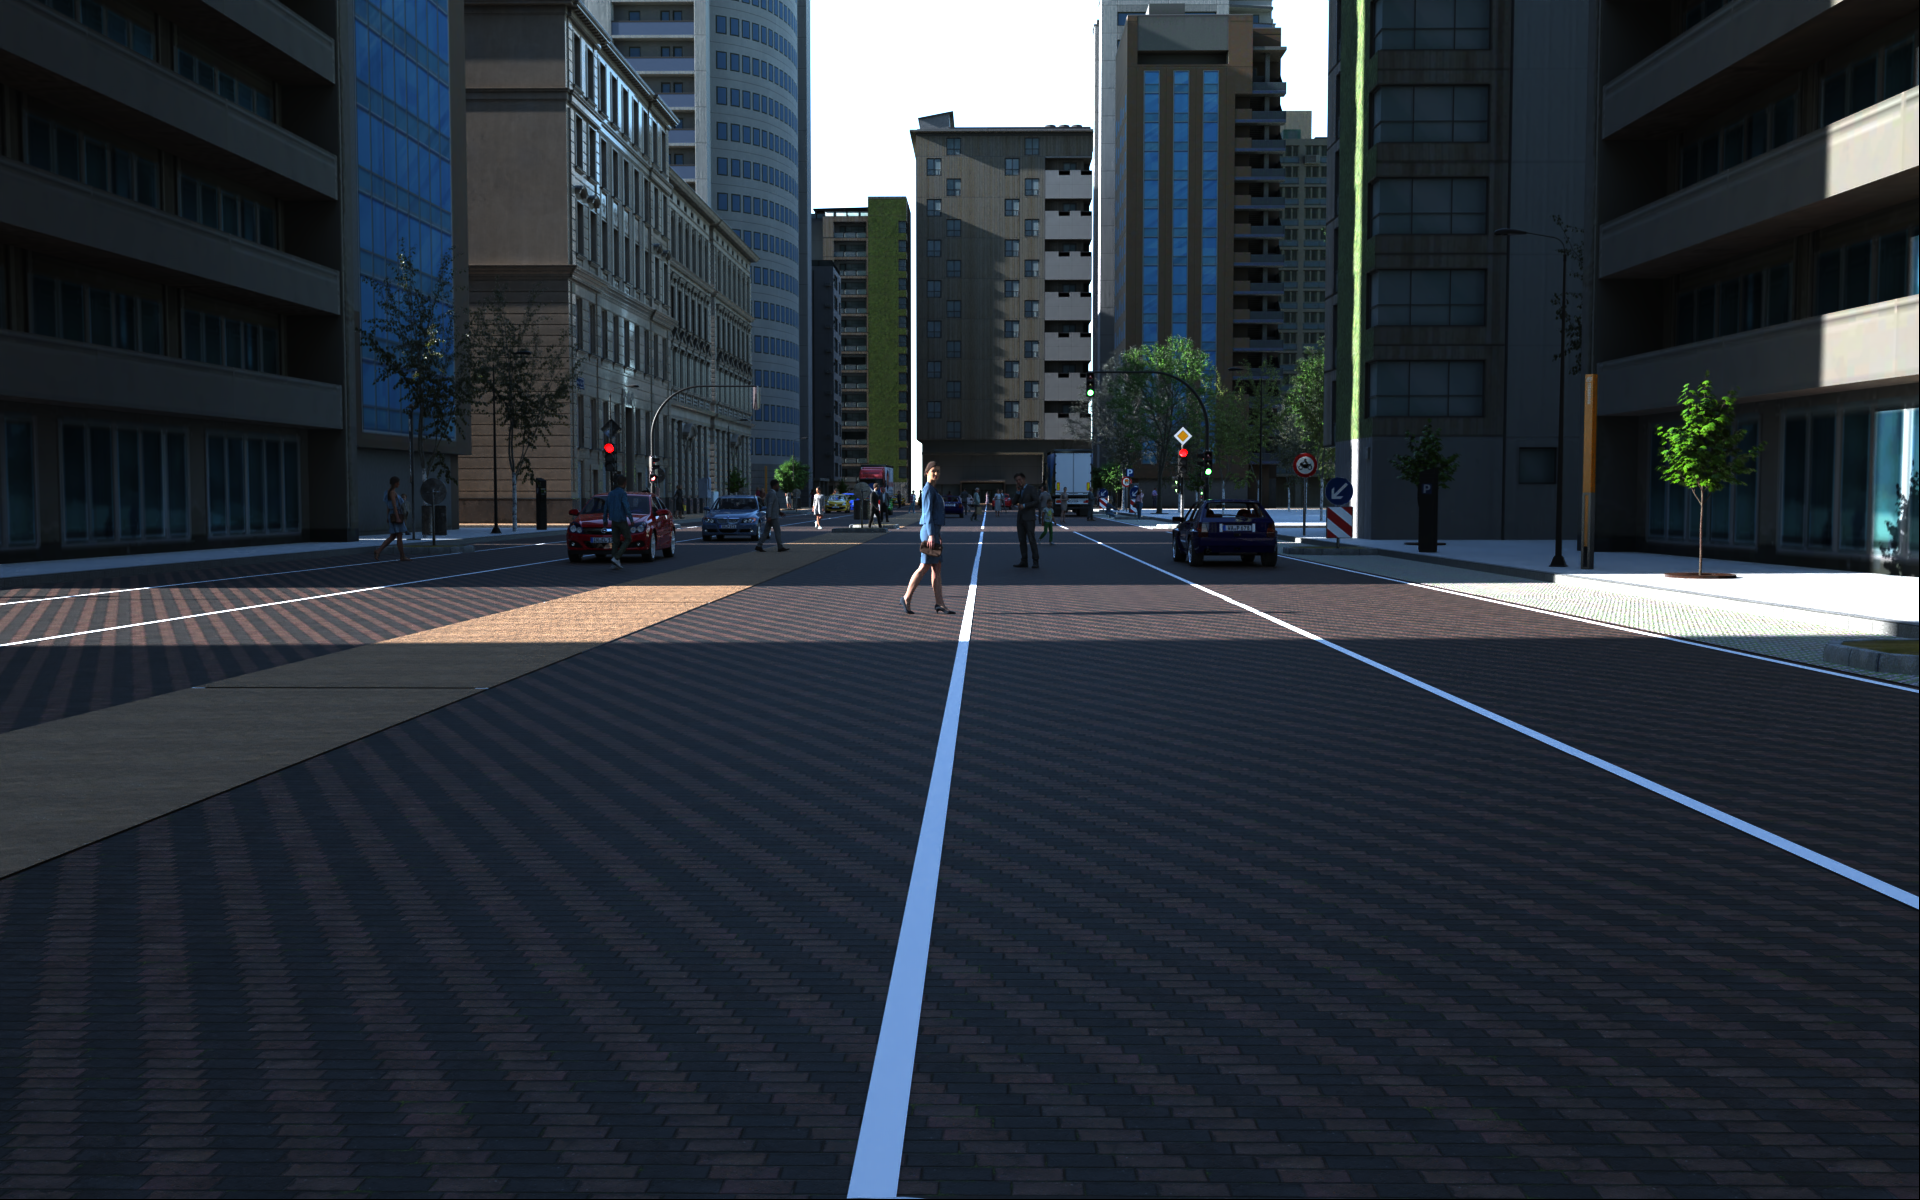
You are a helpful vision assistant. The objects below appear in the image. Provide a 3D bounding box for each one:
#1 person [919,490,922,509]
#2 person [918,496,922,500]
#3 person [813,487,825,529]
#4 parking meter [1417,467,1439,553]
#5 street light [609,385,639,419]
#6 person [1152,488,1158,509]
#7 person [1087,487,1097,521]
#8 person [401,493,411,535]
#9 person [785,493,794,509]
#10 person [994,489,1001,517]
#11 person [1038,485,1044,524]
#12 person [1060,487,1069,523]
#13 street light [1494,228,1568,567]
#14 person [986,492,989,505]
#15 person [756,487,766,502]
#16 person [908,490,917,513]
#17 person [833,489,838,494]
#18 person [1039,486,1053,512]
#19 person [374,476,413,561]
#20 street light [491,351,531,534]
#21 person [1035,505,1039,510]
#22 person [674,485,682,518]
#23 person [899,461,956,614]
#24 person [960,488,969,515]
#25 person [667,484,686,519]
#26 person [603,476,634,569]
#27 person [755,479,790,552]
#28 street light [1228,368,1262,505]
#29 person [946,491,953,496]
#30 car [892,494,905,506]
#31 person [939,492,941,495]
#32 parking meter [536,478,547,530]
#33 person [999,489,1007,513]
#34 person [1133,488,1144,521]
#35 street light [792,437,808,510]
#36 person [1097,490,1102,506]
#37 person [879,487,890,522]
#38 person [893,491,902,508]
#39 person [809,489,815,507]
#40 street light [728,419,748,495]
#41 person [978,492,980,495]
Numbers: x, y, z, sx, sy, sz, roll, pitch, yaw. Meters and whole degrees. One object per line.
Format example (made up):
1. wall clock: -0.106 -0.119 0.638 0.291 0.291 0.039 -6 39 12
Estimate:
1. person: -3.831 -9.699 167.036 0.705 1.831 1.348 0 4 -7
2. person: -3.149 -9.090 157.260 1.348 1.807 0.705 2 4 24
3. person: -5.856 -3.810 71.543 0.466 1.731 0.760 -2 4 -31
4. parking meter: 10.300 -1.984 38.143 0.399 1.863 0.255 2 4 33
5. street light: -14.311 -6.184 73.654 1.470 5.913 1.316 0 4 1
6. person: 17.376 -9.035 153.631 0.599 1.838 0.709 -2 4 -33
7. person: 7.073 -5.129 92.537 0.590 1.801 0.661 0 4 -1
8. person: -17.375 -2.683 54.182 0.640 1.303 0.475 2 4 26
9. person: -13.828 -8.216 140.728 0.716 1.782 0.532 0 4 -4
10. person: 2.393 -6.087 108.593 0.480 1.755 0.524 -2 4 -27
11. person: 3.993 -4.564 82.921 0.655 1.846 0.447 -2 4 -32
12. person: 5.130 -4.661 85.049 0.599 1.781 0.374 -3 5 -43
13. street light: 10.033 -3.541 30.443 1.470 5.913 1.316 0 4 1
14. person: 3.650 -13.387 228.049 0.621 1.740 0.551 -1 4 -19
15. person: -10.784 -5.199 93.478 0.580 1.828 0.573 -2 4 -31
16. person: -3.502 -7.260 128.044 0.563 1.720 0.643 -3 4 -36
17. person: -10.399 -8.278 143.934 0.616 1.811 0.778 -2 4 -29
18. person: 3.920 -4.343 79.783 0.678 1.792 0.850 -1 4 -16
19. person: -12.055 -1.726 36.817 0.778 1.811 0.616 -1 4 -22
20. street light: -14.591 -5.124 56.311 1.470 5.913 1.316 0 4 1
21. person: 5.841 -7.085 124.559 1.509 1.804 0.699 0 4 5
22. person: -14.849 -5.189 91.456 0.480 1.755 0.524 -3 5 -42
23. person: -0.383 -0.744 20.681 0.654 1.822 0.581 1 4 21
24. person: 0.253 -6.719 118.160 0.655 1.846 0.447 -1 4 -20
25. person: -14.917 -5.120 89.976 1.509 1.804 0.699 -2 4 -31
26. person: -6.517 -1.477 32.993 0.601 1.785 0.444 3 5 40
27. person: -4.634 -2.074 42.682 0.850 1.792 0.678 -1 4 -15
28. street light: 10.524 -5.577 63.721 1.470 5.913 1.316 0 4 1
29. person: -1.074 -10.351 178.427 1.217 1.739 0.721 0 4 7
30. car: -7.756 -12.553 215.470 2.015 1.641 3.980 0 4 2
31. person: -2.694 -12.977 221.188 0.721 1.766 1.217 1 4 11
32. parking meter: -15.023 -3.452 62.155 0.255 1.863 0.399 -3 5 -39
33. person: 3.229 -7.409 129.916 0.573 1.790 0.520 3 5 44
34. person: 9.408 -5.006 90.934 0.593 1.750 0.643 2 4 35
35. street light: -13.086 -10.347 141.708 1.470 5.913 1.316 0 4 1
36. person: 14.887 -10.850 184.381 0.436 1.711 0.756 -3 5 -39
37. person: -3.859 -4.842 88.070 0.661 1.777 0.834 -1 4 -19
38. person: -6.310 -10.157 175.102 0.750 1.759 0.617 -1 4 -19
39. person: -14.238 -9.856 167.865 0.721 1.739 1.217 -3 5 -41
40. street light: -13.769 -8.232 107.130 1.470 5.913 1.316 0 4 1
41. person: 1.848 -10.628 183.095 0.721 1.723 1.217 0 4 -5
